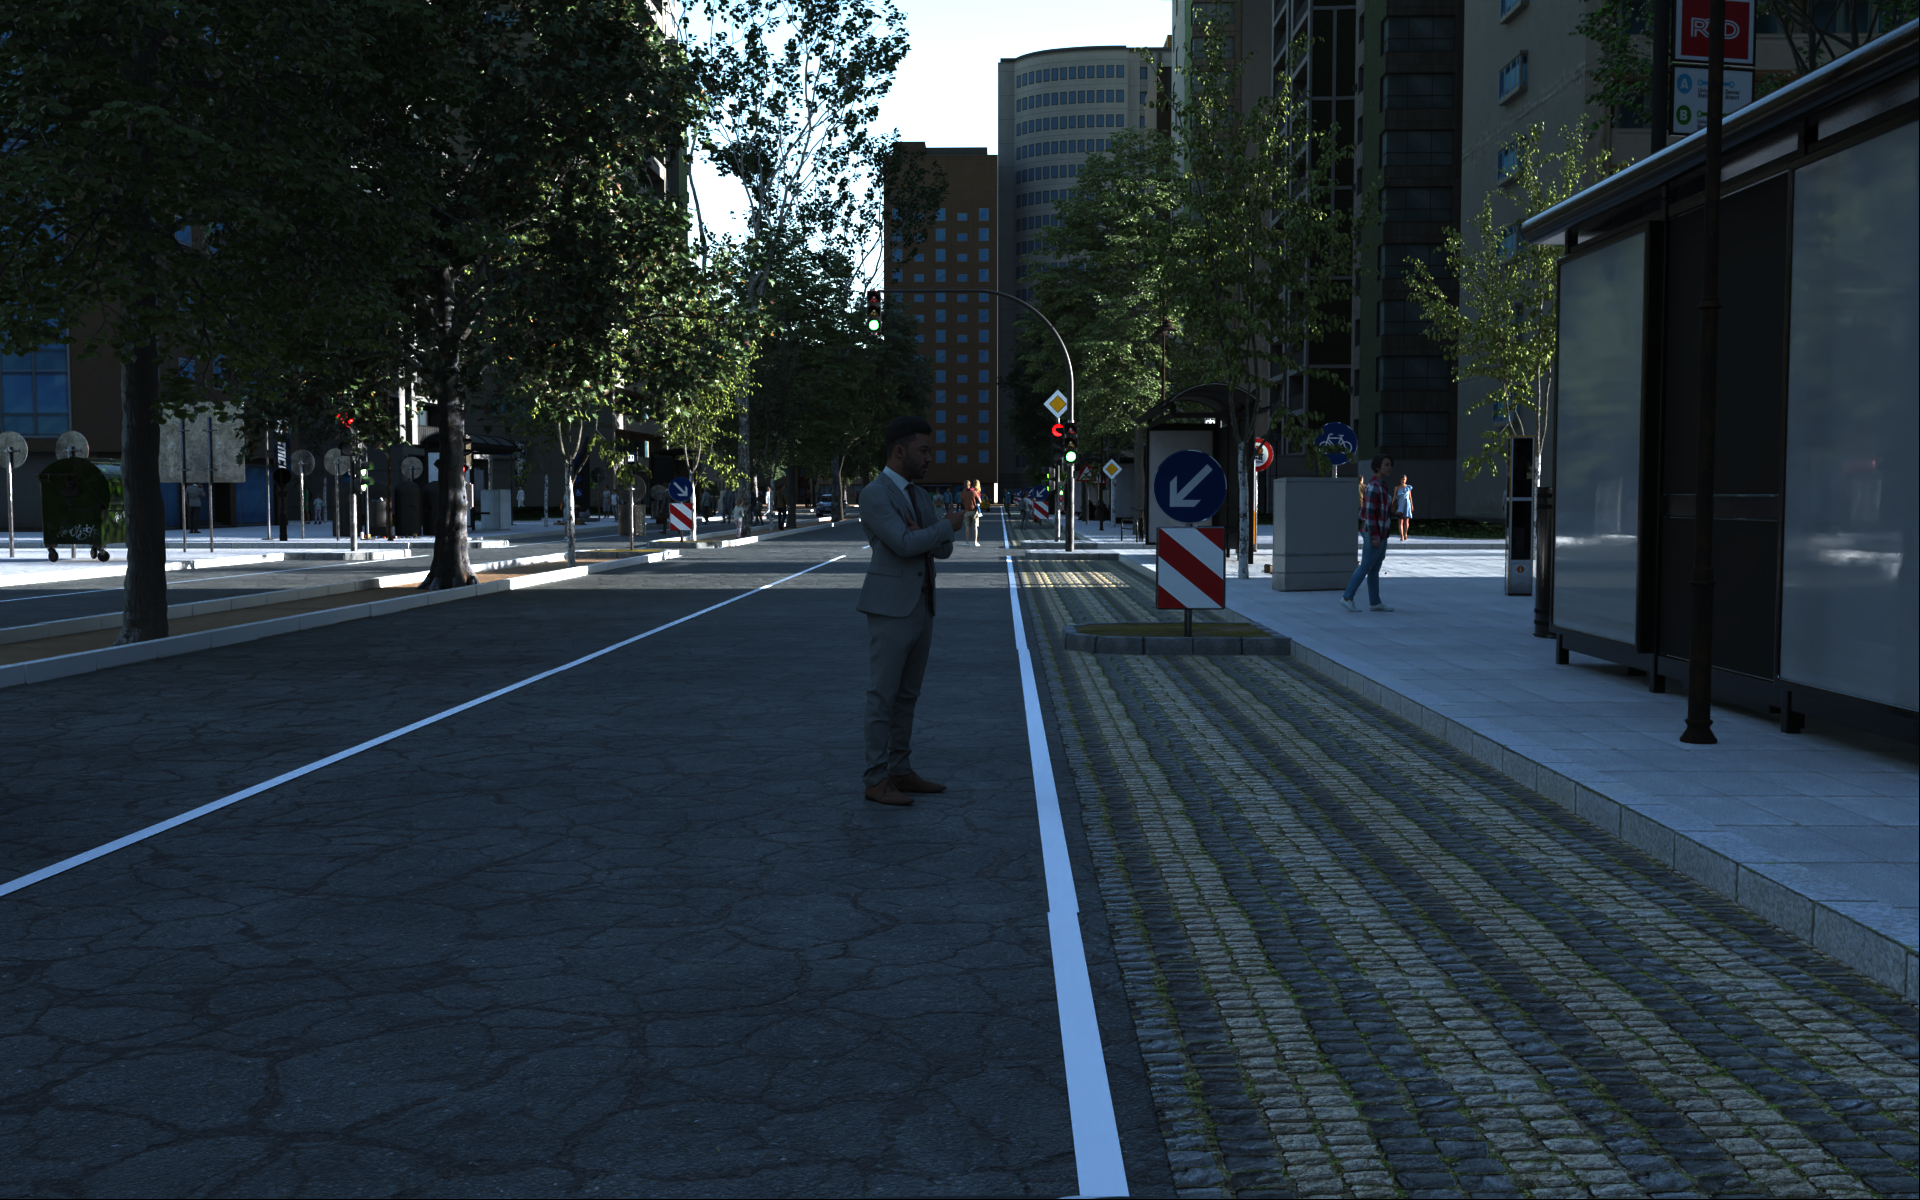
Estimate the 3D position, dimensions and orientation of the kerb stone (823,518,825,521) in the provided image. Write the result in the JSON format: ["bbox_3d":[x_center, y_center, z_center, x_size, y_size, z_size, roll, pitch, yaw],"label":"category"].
[{"bbox_3d":[-7.413,-4.272,92.041,0.120,0.150,1.000,0,4,1],"label":"kerb stone"}]

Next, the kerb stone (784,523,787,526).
[{"bbox_3d":[-7.780,-3.269,75.649,0.120,0.150,1.000,0,4,1],"label":"kerb stone"}]

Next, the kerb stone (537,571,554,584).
[{"bbox_3d":[-6.772,-0.348,27.898,0.120,0.150,1.000,0,4,1],"label":"kerb stone"}]

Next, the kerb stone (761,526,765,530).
[{"bbox_3d":[-7.941,-2.829,68.461,0.120,0.150,1.000,0,4,1],"label":"kerb stone"}]

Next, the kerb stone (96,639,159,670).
[{"bbox_3d":[-7.064,0.467,14.579,0.120,0.150,1.000,0,4,1],"label":"kerb stone"}]

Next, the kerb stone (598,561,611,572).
[{"bbox_3d":[-6.673,-0.597,31.985,0.120,0.150,1.000,0,4,1],"label":"kerb stone"}]

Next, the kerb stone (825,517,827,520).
[{"bbox_3d":[-7.386,-4.334,93.063,0.120,0.150,1.000,0,4,1],"label":"kerb stone"}]

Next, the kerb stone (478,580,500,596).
[{"bbox_3d":[-6.834,-0.159,24.824,0.120,0.150,1.000,0,4,1],"label":"kerb stone"}]

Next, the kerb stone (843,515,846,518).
[{"bbox_3d":[-7.134,-5.020,104.318,0.120,0.150,1.000,0,4,1],"label":"kerb stone"}]

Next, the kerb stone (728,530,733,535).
[{"bbox_3d":[-8.127,-2.329,60.271,0.120,0.150,1.000,0,4,1],"label":"kerb stone"}]

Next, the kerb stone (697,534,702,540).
[{"bbox_3d":[-8.271,-1.951,54.110,0.120,0.150,1.000,0,4,1],"label":"kerb stone"}]

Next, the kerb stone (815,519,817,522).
[{"bbox_3d":[-7.506,-4.021,87.939,0.120,0.150,1.000,0,4,1],"label":"kerb stone"}]

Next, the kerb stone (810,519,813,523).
[{"bbox_3d":[-7.549,-3.896,85.887,0.120,0.150,1.000,0,4,1],"label":"kerb stone"}]

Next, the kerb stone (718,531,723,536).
[{"bbox_3d":[-8.176,-2.203,58.210,0.120,0.150,1.000,0,4,1],"label":"kerb stone"}]

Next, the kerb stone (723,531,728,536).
[{"bbox_3d":[-8.153,-2.266,59.243,0.120,0.150,1.000,0,4,1],"label":"kerb stone"}]

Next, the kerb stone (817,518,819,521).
[{"bbox_3d":[-7.477,-4.084,88.972,0.120,0.150,1.000,0,4,1],"label":"kerb stone"}]

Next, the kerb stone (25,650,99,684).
[{"bbox_3d":[-7.083,0.528,13.557,0.120,0.150,1.000,0,4,1],"label":"kerb stone"}]

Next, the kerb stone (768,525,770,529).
[{"bbox_3d":[-7.899,-2.955,70.511,0.120,0.150,1.000,0,4,1],"label":"kerb stone"}]

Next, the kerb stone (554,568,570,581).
[{"bbox_3d":[-6.733,-0.411,28.920,0.120,0.150,1.000,0,4,1],"label":"kerb stone"}]

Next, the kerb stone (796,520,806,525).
[{"bbox_3d":[-7.622,-3.704,82.821,0.120,0.150,1.000,0,4,1],"label":"kerb stone"}]

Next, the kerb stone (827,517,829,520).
[{"bbox_3d":[-7.363,-4.397,94.085,0.120,0.150,1.000,0,4,1],"label":"kerb stone"}]

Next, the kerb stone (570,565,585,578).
[{"bbox_3d":[-6.712,-0.474,29.942,0.120,0.150,1.000,0,4,1],"label":"kerb stone"}]

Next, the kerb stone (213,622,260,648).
[{"bbox_3d":[-7.013,0.341,16.622,0.120,0.150,1.000,0,4,1],"label":"kerb stone"}]

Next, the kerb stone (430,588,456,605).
[{"bbox_3d":[-6.880,-0.035,22.773,0.120,0.150,1.000,0,4,1],"label":"kerb stone"}]

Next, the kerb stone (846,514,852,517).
[{"bbox_3d":[-7.044,-5.274,108.428,0.120,0.150,1.000,0,4,1],"label":"kerb stone"}]

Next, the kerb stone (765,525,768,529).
[{"bbox_3d":[-7.924,-2.892,69.484,0.120,0.150,1.000,0,4,1],"label":"kerb stone"}]

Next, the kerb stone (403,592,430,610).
[{"bbox_3d":[-6.907,0.027,21.747,0.120,0.150,1.000,0,4,1],"label":"kerb stone"}]

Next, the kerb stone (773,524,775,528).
[{"bbox_3d":[-7.875,-3.017,71.533,0.120,0.150,1.000,0,4,1],"label":"kerb stone"}]

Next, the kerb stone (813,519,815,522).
[{"bbox_3d":[-7.533,-3.959,86.917,0.120,0.150,1.000,0,4,1],"label":"kerb stone"}]

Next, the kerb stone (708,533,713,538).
[{"bbox_3d":[-8.226,-2.072,56.163,0.120,0.150,1.000,0,4,1],"label":"kerb stone"}]

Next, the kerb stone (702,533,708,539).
[{"bbox_3d":[-8.250,-2.010,55.137,0.120,0.150,1.000,0,4,1],"label":"kerb stone"}]

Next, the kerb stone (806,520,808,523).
[{"bbox_3d":[-7.601,-3.771,83.843,0.120,0.150,1.000,0,4,1],"label":"kerb stone"}]

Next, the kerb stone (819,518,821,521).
[{"bbox_3d":[-7.460,-4.145,89.994,0.120,0.150,1.000,0,4,1],"label":"kerb stone"}]

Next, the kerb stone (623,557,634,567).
[{"bbox_3d":[-6.627,-0.721,34.031,0.120,0.150,1.000,0,4,1],"label":"kerb stone"}]

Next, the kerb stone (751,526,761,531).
[{"bbox_3d":[-7.968,-2.767,67.435,0.120,0.150,1.000,0,4,1],"label":"kerb stone"}]

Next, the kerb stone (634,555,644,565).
[{"bbox_3d":[-6.606,-0.786,35.053,0.120,0.150,1.000,0,4,1],"label":"kerb stone"}]

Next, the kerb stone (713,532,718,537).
[{"bbox_3d":[-8.202,-2.140,57.184,0.120,0.150,1.000,0,4,1],"label":"kerb stone"}]

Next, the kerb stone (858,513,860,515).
[{"bbox_3d":[-6.898,-5.651,114.588,0.120,0.150,1.000,0,4,1],"label":"kerb stone"}]

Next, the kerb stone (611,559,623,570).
[{"bbox_3d":[-6.646,-0.661,33.007,0.120,0.150,1.000,0,4,1],"label":"kerb stone"}]

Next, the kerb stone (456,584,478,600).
[{"bbox_3d":[-6.864,-0.094,23.795,0.120,0.150,1.000,0,4,1],"label":"kerb stone"}]

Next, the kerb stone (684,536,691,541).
[{"bbox_3d":[-8.322,-1.821,52.057,0.120,0.150,1.000,0,4,1],"label":"kerb stone"}]

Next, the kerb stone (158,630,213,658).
[{"bbox_3d":[-7.038,0.404,15.601,0.120,0.150,1.000,0,4,1],"label":"kerb stone"}]

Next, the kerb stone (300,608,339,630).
[{"bbox_3d":[-6.973,0.216,18.668,0.120,0.150,1.000,0,4,1],"label":"kerb stone"}]

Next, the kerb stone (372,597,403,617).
[{"bbox_3d":[-6.922,0.090,20.722,0.120,0.150,1.000,0,4,1],"label":"kerb stone"}]

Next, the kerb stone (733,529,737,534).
[{"bbox_3d":[-8.111,-2.388,61.297,0.120,0.150,1.000,0,4,1],"label":"kerb stone"}]

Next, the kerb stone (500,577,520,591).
[{"bbox_3d":[-6.811,-0.223,25.846,0.120,0.150,1.000,0,4,1],"label":"kerb stone"}]

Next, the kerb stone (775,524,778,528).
[{"bbox_3d":[-7.848,-3.078,72.561,0.120,0.150,1.000,0,4,1],"label":"kerb stone"}]

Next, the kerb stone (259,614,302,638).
[{"bbox_3d":[-6.997,0.280,17.644,0.120,0.150,1.000,0,4,1],"label":"kerb stone"}]

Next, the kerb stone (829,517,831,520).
[{"bbox_3d":[-7.344,-4.460,95.115,0.120,0.150,1.000,0,4,1],"label":"kerb stone"}]

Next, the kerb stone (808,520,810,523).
[{"bbox_3d":[-7.578,-3.833,84.865,0.120,0.150,1.000,0,4,1],"label":"kerb stone"}]

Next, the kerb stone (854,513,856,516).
[{"bbox_3d":[-6.973,-5.458,111.509,0.120,0.150,1.000,0,4,1],"label":"kerb stone"}]

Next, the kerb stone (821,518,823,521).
[{"bbox_3d":[-7.442,-4.209,91.017,0.120,0.150,1.000,0,4,1],"label":"kerb stone"}]

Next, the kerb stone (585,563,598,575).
[{"bbox_3d":[-6.693,-0.536,30.963,0.120,0.150,1.000,0,4,1],"label":"kerb stone"}]

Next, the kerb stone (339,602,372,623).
[{"bbox_3d":[-6.959,0.153,19.697,0.120,0.150,1.000,0,4,1],"label":"kerb stone"}]

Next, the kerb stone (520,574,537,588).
[{"bbox_3d":[-6.789,-0.284,26.870,0.120,0.150,1.000,0,4,1],"label":"kerb stone"}]

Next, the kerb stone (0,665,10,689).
[{"bbox_3d":[-7.111,0.591,12.536,0.120,0.150,1.000,0,4,1],"label":"kerb stone"}]
